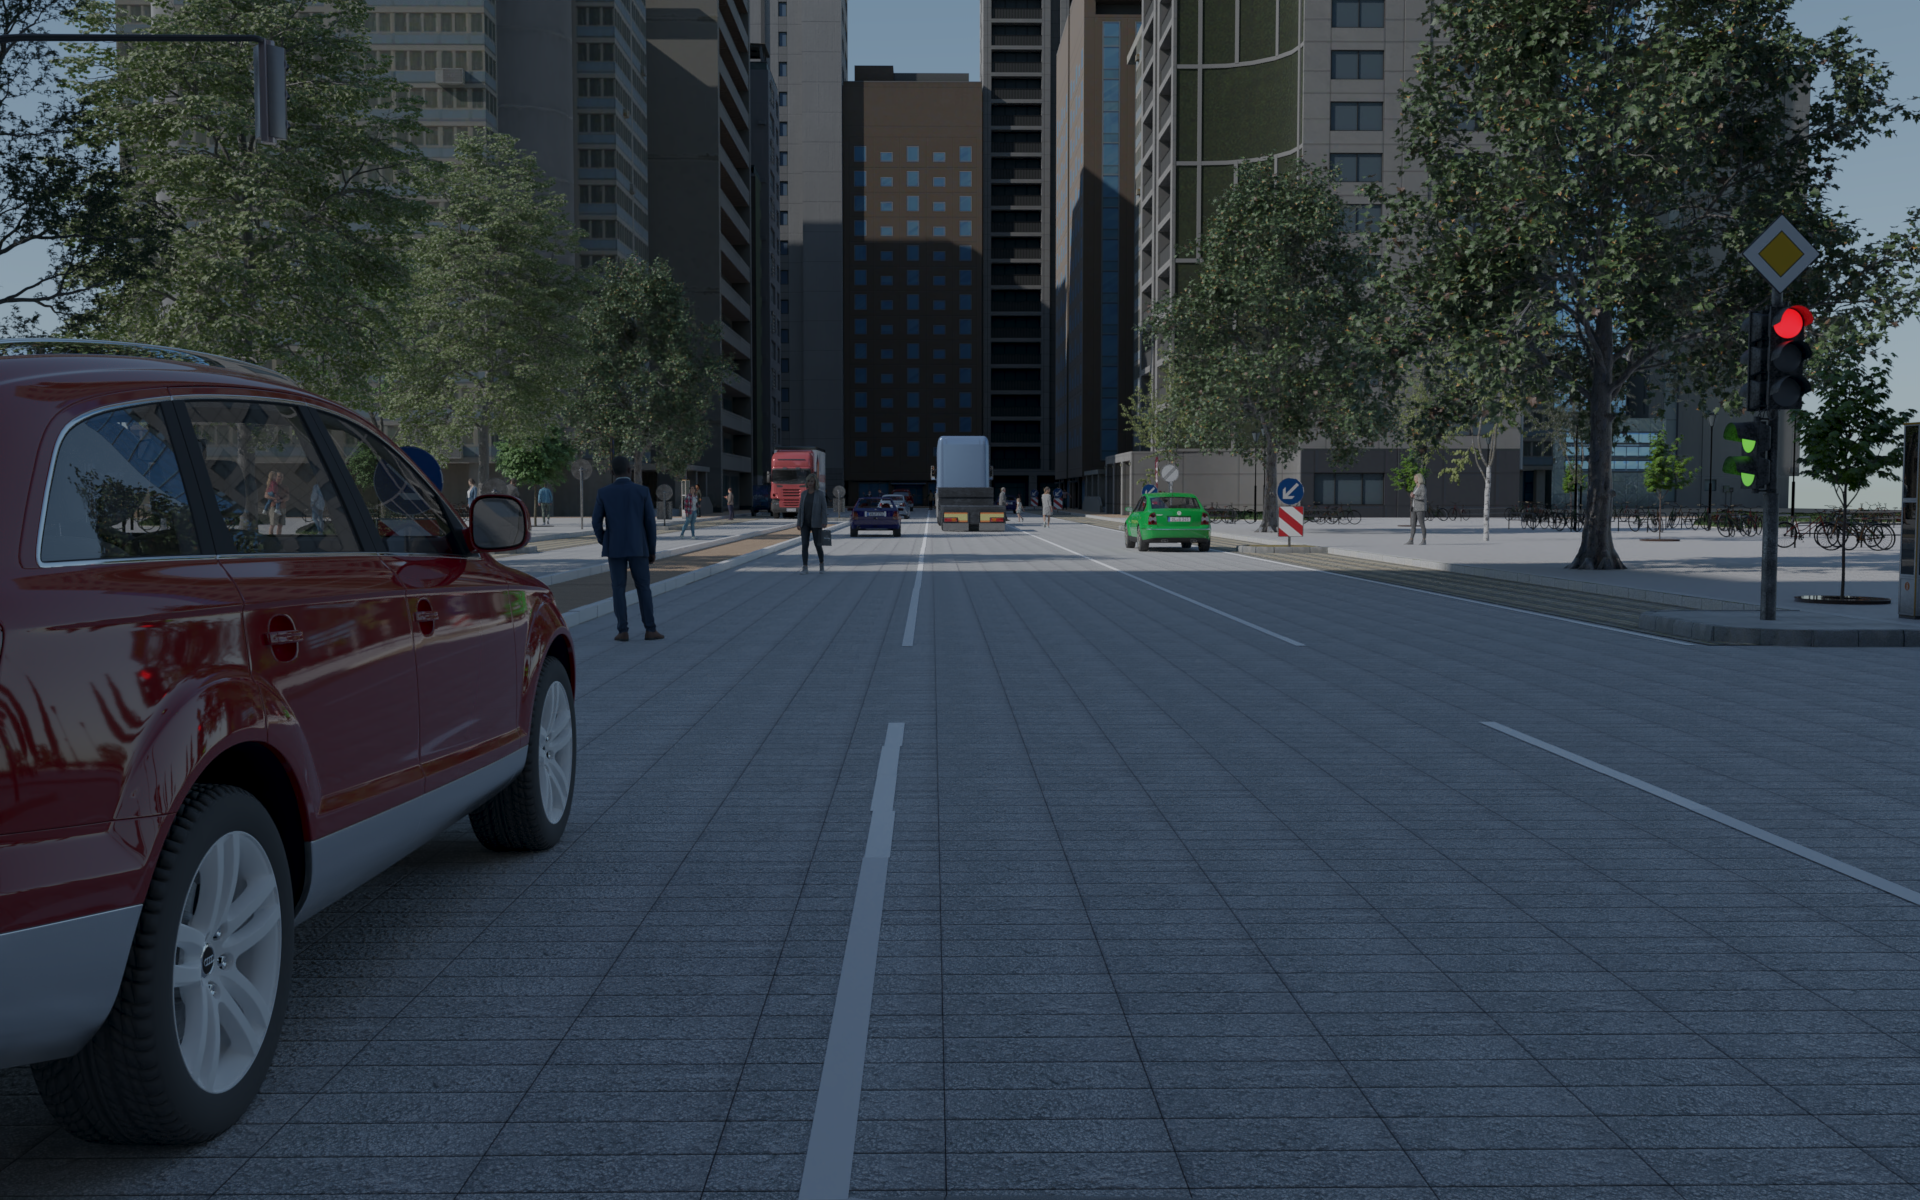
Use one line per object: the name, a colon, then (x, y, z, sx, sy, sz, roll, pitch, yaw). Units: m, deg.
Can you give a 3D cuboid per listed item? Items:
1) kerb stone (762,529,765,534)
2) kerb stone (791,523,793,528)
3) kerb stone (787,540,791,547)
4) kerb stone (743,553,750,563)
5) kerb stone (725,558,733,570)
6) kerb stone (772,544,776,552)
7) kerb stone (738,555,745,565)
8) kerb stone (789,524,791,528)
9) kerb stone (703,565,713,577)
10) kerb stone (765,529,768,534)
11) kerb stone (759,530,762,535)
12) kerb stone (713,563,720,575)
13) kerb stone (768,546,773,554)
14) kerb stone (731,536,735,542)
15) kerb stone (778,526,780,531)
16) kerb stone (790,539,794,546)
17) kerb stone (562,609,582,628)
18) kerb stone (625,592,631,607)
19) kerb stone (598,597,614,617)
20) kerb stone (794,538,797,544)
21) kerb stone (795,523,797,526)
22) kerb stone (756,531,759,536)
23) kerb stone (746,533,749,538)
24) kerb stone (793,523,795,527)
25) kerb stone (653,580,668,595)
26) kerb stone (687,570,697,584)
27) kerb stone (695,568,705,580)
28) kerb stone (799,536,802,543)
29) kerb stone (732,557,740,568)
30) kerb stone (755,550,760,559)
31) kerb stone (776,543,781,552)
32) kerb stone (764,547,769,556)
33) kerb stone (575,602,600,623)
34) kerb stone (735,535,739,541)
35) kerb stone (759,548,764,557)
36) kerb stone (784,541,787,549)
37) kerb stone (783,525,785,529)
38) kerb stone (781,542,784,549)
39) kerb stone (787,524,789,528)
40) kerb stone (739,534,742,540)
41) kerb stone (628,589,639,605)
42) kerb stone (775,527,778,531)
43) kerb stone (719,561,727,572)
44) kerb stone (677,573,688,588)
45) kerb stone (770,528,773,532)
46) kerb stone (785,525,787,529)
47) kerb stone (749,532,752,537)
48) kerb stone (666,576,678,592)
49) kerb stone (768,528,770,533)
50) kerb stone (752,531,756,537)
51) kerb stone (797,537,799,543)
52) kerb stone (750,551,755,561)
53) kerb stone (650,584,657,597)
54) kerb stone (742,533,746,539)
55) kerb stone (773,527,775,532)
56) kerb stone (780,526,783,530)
kerb stone: (-7.012, -2.344, 60.515, 0.120, 0.150, 1.000, 0, 4, -1)
kerb stone: (-7.214, -3.096, 72.810, 0.120, 0.150, 1.000, 0, 4, -1)
kerb stone: (-4.682, -1.466, 46.161, 0.120, 0.150, 1.000, 0, 4, -1)
kerb stone: (-4.515, -0.837, 35.922, 0.120, 0.150, 1.000, 0, 4, -1)
kerb stone: (-4.465, -0.652, 32.853, 0.120, 0.150, 1.000, 0, 4, -1)
kerb stone: (-4.624, -1.215, 42.063, 0.120, 0.150, 1.000, 0, 4, -1)
kerb stone: (-4.497, -0.777, 34.899, 0.120, 0.150, 1.000, 0, 4, -1)
kerb stone: (-7.200, -3.033, 71.787, 0.120, 0.150, 1.000, 0, 4, -1)
kerb stone: (-4.420, -0.464, 29.782, 0.120, 0.150, 1.000, 0, 4, -1)
kerb stone: (-7.035, -2.406, 61.537, 0.120, 0.150, 1.000, 0, 4, -1)
kerb stone: (-6.996, -2.281, 59.493, 0.120, 0.150, 1.000, 0, 4, -1)
kerb stone: (-4.429, -0.527, 30.804, 0.120, 0.150, 1.000, 0, 4, -1)
kerb stone: (-4.601, -1.151, 41.041, 0.120, 0.150, 1.000, 0, 4, -1)
kerb stone: (-6.867, -1.780, 51.302, 0.120, 0.150, 1.000, 0, 4, -1)
kerb stone: (-7.116, -2.719, 66.650, 0.120, 0.150, 1.000, 0, 4, -1)
kerb stone: (-4.697, -1.528, 47.186, 0.120, 0.150, 1.000, 0, 4, -1)
kerb stone: (-4.232, 0.235, 18.510, 0.120, 0.150, 1.000, 0, 4, -1)
kerb stone: (-4.280, 0.037, 21.595, 0.120, 0.150, 1.000, 0, 4, -1)
kerb stone: (-4.266, 0.102, 20.571, 0.120, 0.150, 1.000, 0, 4, -1)
kerb stone: (-4.717, -1.591, 48.214, 0.120, 0.150, 1.000, 0, 4, -1)
kerb stone: (-7.252, -3.221, 74.861, 0.120, 0.150, 1.000, 0, 4, -1)
kerb stone: (-6.981, -2.219, 58.470, 0.120, 0.150, 1.000, 0, 4, -1)
kerb stone: (-6.932, -2.028, 55.392, 0.120, 0.150, 1.000, 0, 4, -1)
kerb stone: (-7.232, -3.156, 73.832, 0.120, 0.150, 1.000, 0, 4, -1)
kerb stone: (-4.336, -0.151, 24.662, 0.120, 0.150, 1.000, 0, 4, -1)
kerb stone: (-4.387, -0.339, 27.730, 0.120, 0.150, 1.000, 0, 4, -1)
kerb stone: (-4.399, -0.401, 28.752, 0.120, 0.150, 1.000, 0, 4, -1)
kerb stone: (-4.751, -1.715, 50.266, 0.120, 0.150, 1.000, 0, 4, -1)
kerb stone: (-4.478, -0.714, 33.875, 0.120, 0.150, 1.000, 0, 4, -1)
kerb stone: (-4.549, -0.964, 37.973, 0.120, 0.150, 1.000, 0, 4, -1)
kerb stone: (-4.627, -1.278, 43.085, 0.120, 0.150, 1.000, 0, 4, -1)
kerb stone: (-4.583, -1.090, 40.018, 0.120, 0.150, 1.000, 0, 4, -1)
kerb stone: (-4.252, 0.162, 19.544, 0.120, 0.150, 1.000, 0, 4, -1)
kerb stone: (-6.879, -1.842, 52.324, 0.120, 0.150, 1.000, 0, 4, -1)
kerb stone: (-4.576, -1.028, 38.996, 0.120, 0.150, 1.000, 0, 4, -1)
kerb stone: (-4.672, -1.403, 45.132, 0.120, 0.150, 1.000, 0, 4, -1)
kerb stone: (-7.148, -2.841, 68.705, 0.120, 0.150, 1.000, 0, 4, -1)
kerb stone: (-4.657, -1.337, 44.109, 0.120, 0.150, 1.000, 0, 4, -1)
kerb stone: (-7.183, -2.970, 70.761, 0.120, 0.150, 1.000, 0, 4, -1)
kerb stone: (-6.897, -1.898, 53.348, 0.120, 0.150, 1.000, 0, 4, -1)
kerb stone: (-4.301, -0.026, 22.618, 0.120, 0.150, 1.000, 0, 4, -1)
kerb stone: (-7.098, -2.656, 65.627, 0.120, 0.150, 1.000, 0, 4, -1)
kerb stone: (-4.449, -0.585, 31.831, 0.120, 0.150, 1.000, 0, 4, -1)
kerb stone: (-4.362, -0.276, 26.708, 0.120, 0.150, 1.000, 0, 4, -1)
kerb stone: (-7.067, -2.526, 63.583, 0.120, 0.150, 1.000, 0, 4, -1)
kerb stone: (-7.168, -2.906, 69.737, 0.120, 0.150, 1.000, 0, 4, -1)
kerb stone: (-6.954, -2.093, 56.419, 0.120, 0.150, 1.000, 0, 4, -1)
kerb stone: (-4.350, -0.213, 25.685, 0.120, 0.150, 1.000, 0, 4, -1)
kerb stone: (-7.058, -2.469, 62.559, 0.120, 0.150, 1.000, 0, 4, -1)
kerb stone: (-6.966, -2.156, 57.441, 0.120, 0.150, 1.000, 0, 4, -1)
kerb stone: (-4.738, -1.654, 49.236, 0.120, 0.150, 1.000, 0, 4, -1)
kerb stone: (-4.538, -0.902, 36.950, 0.120, 0.150, 1.000, 0, 4, -1)
kerb stone: (-4.317, -0.088, 23.640, 0.120, 0.150, 1.000, 0, 4, -1)
kerb stone: (-6.919, -1.968, 54.370, 0.120, 0.150, 1.000, 0, 4, -1)
kerb stone: (-7.087, -2.592, 64.605, 0.120, 0.150, 1.000, 0, 4, -1)
kerb stone: (-7.136, -2.781, 67.679, 0.120, 0.150, 1.000, 0, 4, -1)
